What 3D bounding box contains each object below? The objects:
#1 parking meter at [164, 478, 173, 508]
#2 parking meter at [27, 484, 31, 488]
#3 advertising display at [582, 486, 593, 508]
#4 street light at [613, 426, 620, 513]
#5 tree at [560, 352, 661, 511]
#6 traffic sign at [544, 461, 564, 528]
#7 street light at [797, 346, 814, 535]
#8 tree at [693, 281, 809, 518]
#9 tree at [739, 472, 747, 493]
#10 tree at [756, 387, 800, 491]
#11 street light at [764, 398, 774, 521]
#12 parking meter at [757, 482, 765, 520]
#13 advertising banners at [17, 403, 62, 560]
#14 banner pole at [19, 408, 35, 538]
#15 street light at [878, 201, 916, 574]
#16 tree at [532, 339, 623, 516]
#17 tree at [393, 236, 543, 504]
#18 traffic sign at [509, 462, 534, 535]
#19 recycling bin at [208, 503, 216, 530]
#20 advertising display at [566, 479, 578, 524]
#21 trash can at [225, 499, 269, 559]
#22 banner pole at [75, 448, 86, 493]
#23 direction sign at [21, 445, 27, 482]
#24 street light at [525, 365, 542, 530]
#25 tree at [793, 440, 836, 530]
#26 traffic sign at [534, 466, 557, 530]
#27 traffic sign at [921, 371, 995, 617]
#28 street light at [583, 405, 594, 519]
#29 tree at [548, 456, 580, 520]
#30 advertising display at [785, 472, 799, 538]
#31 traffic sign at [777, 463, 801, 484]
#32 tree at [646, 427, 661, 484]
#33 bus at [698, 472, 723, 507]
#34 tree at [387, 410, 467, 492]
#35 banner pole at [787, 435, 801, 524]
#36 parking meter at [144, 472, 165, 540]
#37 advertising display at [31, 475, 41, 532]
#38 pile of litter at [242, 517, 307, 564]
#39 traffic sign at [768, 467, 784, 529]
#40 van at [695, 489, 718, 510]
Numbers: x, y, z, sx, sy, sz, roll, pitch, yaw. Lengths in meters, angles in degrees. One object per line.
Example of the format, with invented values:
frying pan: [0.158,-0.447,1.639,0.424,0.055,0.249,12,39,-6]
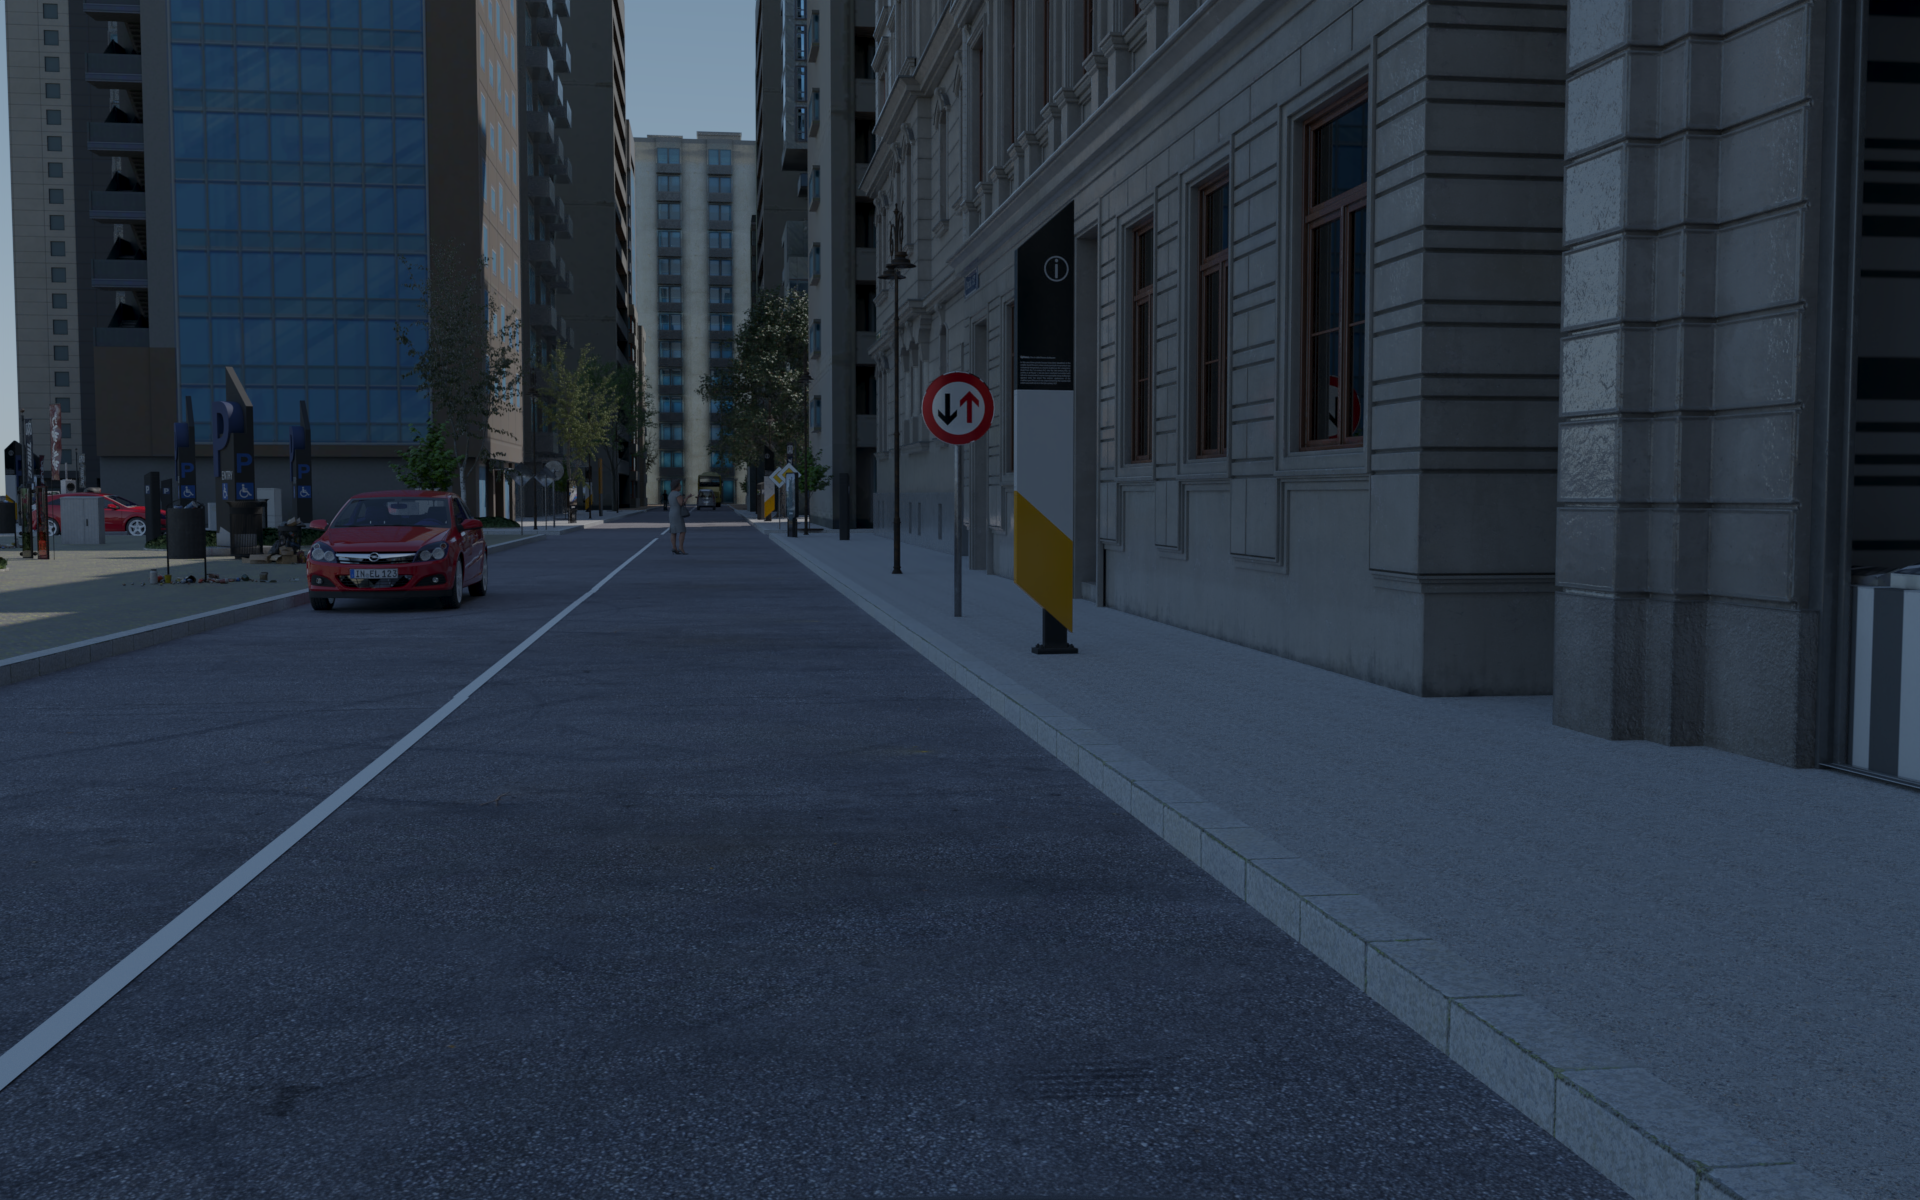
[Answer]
parking meter: [-29.478,-3.587,64.350,0.399,1.863,0.255,-1,4,-18]
parking meter: [-35.817,-3.744,66.927,0.399,1.863,0.255,0,4,-7]
advertising display: [-28.657,-7.837,133.341,0.974,1.923,0.123,2,4,32]
street light: [-23.234,-8.840,117.319,0.468,5.910,1.993,-1,4,-8]
tree: [-25.683,-12.360,127.848,9.928,11.665,9.643,0,3,0]
traffic sign: [-15.492,-4.034,66.060,0.768,2.556,0.104,0,4,-5]
street light: [-4.827,-4.977,54.160,0.468,5.910,1.993,-1,4,-8]
tree: [-9.529,-10.785,93.338,9.611,12.733,9.660,0,3,0]
tree: [-17.908,-9.243,145.720,1.663,3.219,1.824,0,3,0]
tree: [-10.904,-9.290,102.251,4.360,8.622,3.978,0,3,0]
street light: [-9.177,-6.782,83.681,0.468,5.910,1.993,-1,4,-8]
parking meter: [-9.861,-4.902,85.860,0.255,1.863,0.399,2,4,34]
advertising banners: [-18.047,-2.313,33.999,2.074,3.025,0.090,3,5,41]
banner pole: [-27.216,-3.703,50.557,0.863,3.779,0.401,3,4,39]
street light: [-1.012,-3.358,27.690,0.468,5.910,1.993,-1,4,-8]
tree: [-18.463,-8.115,83.048,4.737,8.622,4.395,0,3,0]
tree: [-14.184,-6.066,49.534,4.360,8.622,3.978,0,3,0]
traffic sign: [-13.643,-3.074,53.903,0.795,2.450,0.064,-1,4,-8]
recycling bin: [-21.486,-2.315,50.408,0.722,1.027,0.722,-2,4,-23]
advertising display: [-16.967,-4.315,75.770,0.123,1.923,0.974,1,4,8]
trash can: [-14.079,-1.377,34.164,0.748,1.137,0.748,0,3,0]
banner pole: [-47.862,-6.374,94.230,0.863,3.779,0.401,1,4,22]
direction sign: [-43.358,-5.414,80.515,0.379,3.537,0.876,0,3,0]
street light: [-15.306,-5.473,62.275,0.468,5.910,1.993,-1,4,-8]
tree: [-5.351,-4.103,61.682,1.663,3.219,1.824,0,3,0]
traffic sign: [-14.777,-3.558,61.808,0.795,2.450,0.064,-1,4,-8]
traffic sign: [-0.020,-1.097,18.041,0.768,2.556,0.104,0,4,-5]
street light: [-19.289,-7.179,90.158,0.468,5.910,1.993,-1,4,-8]
tree: [-19.880,-5.663,87.188,1.663,3.219,1.824,0,3,0]
advertising display: [-4.979,-2.824,51.378,0.123,1.923,0.974,-1,4,-22]
traffic sign: [-5.430,-3.145,55.057,0.795,2.450,0.064,-1,4,-8]
tree: [-34.705,-14.644,189.786,4.360,8.622,3.978,0,3,0]
bus: [-27.866,-12.324,193.045,2.896,3.916,12.252,0,4,-8]
tree: [-12.183,-2.780,40.051,1.663,3.219,1.824,0,3,0]
banner pole: [-7.170,-5.143,74.097,0.401,3.779,0.863,-3,5,-41]
parking meter: [-20.990,-2.405,45.025,0.399,1.863,0.255,3,5,39]
advertising display: [-31.540,-3.299,59.150,0.123,1.923,0.974,-3,4,-38]
pile of litter: [-12.615,-1.111,32.135,1.176,0.858,1.719,-3,5,-42]
traffic sign: [-6.564,-3.628,62.961,0.795,2.450,0.064,-1,4,-8]
van: [-22.757,-9.072,155.337,2.013,2.044,4.112,0,4,-7]
